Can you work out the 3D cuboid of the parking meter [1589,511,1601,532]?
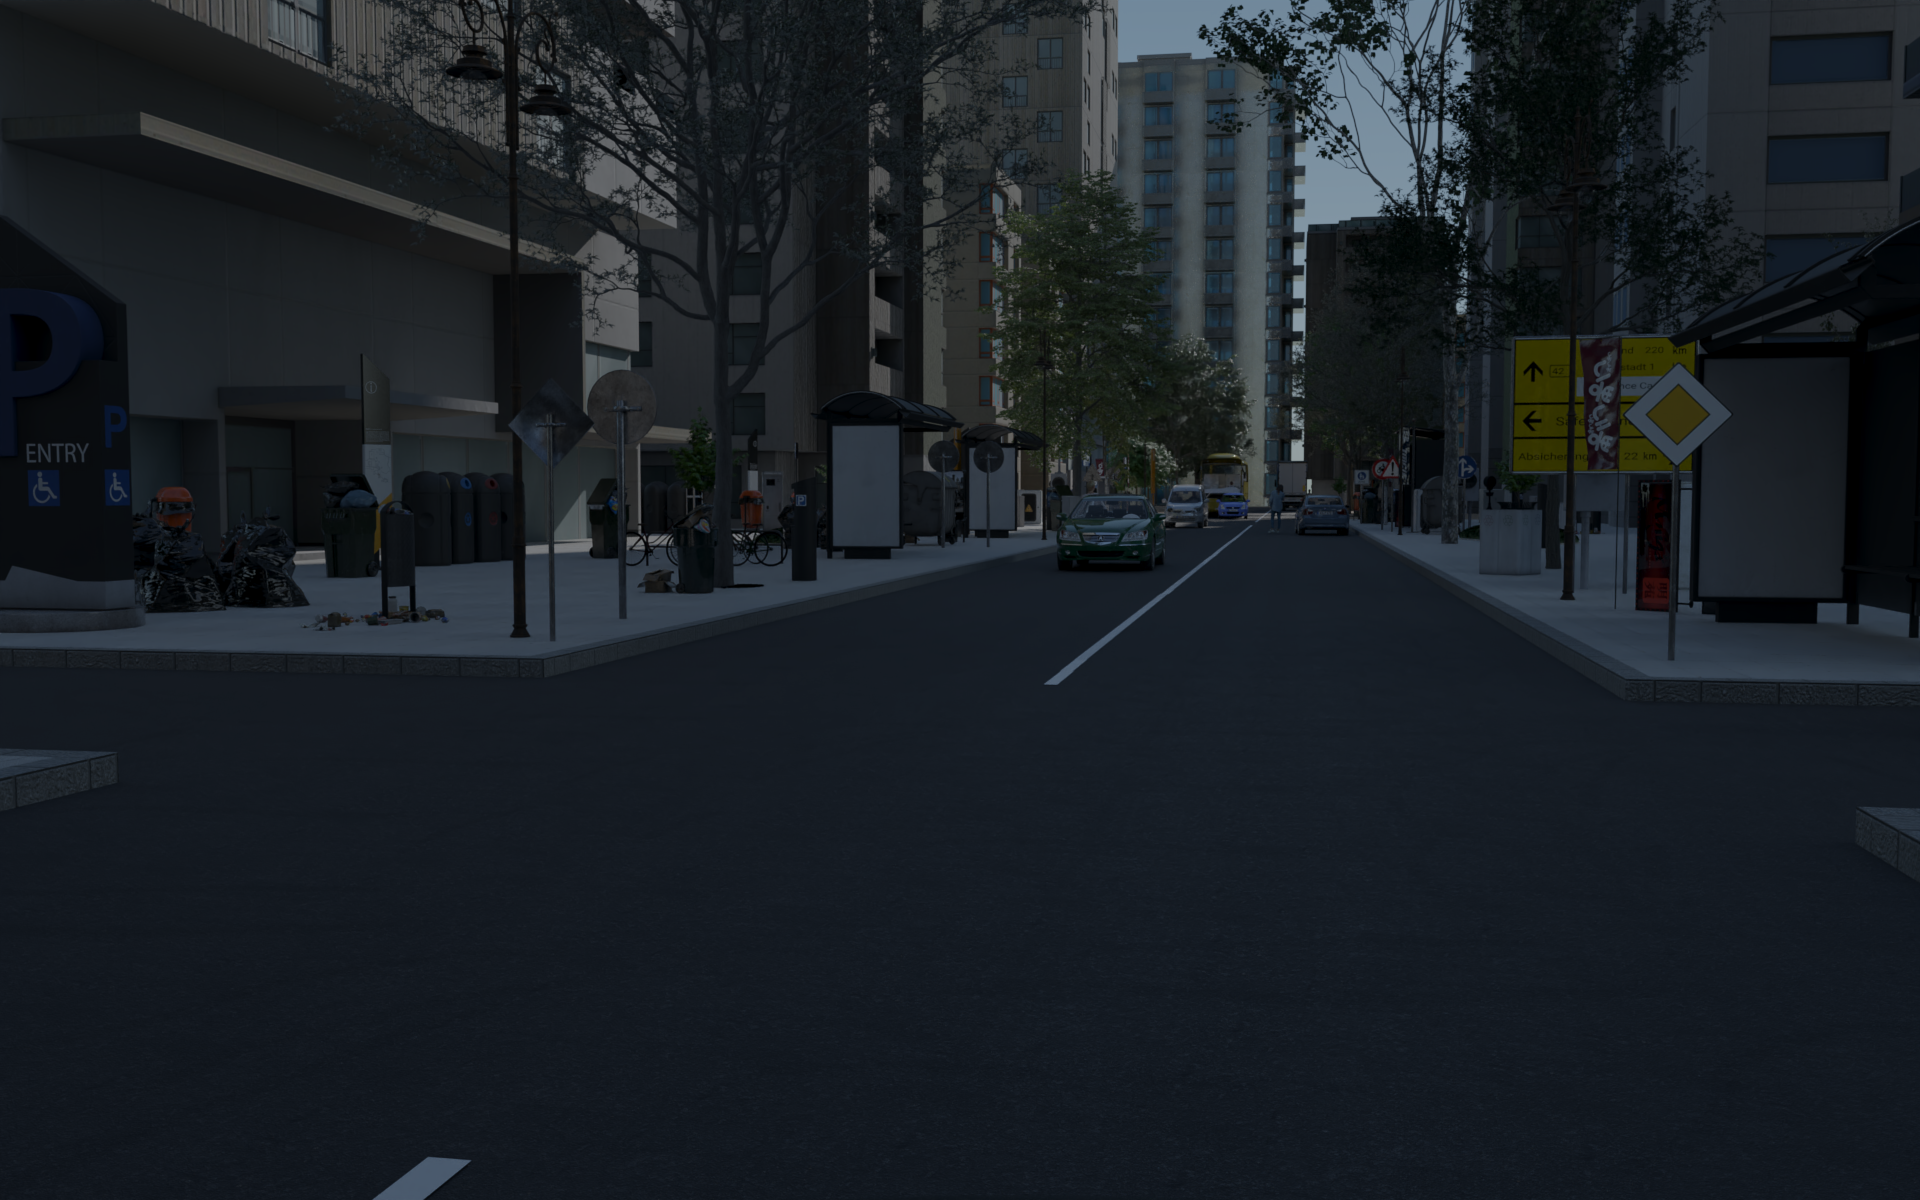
[{"bbox_3d":[21.053,-2.996,57.390,0.372,1.533,0.369,0,3,0],"label":"parking meter"}]

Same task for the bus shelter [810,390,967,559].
[{"bbox_3d":[-1.413,-2.605,36.513,2.014,3.302,5.546,1,4,11],"label":"bus shelter"}]

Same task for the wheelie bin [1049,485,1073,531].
[{"bbox_3d":[3.484,-3.172,59.775,0.980,1.594,0.693,-3,4,-36],"label":"wheelie bin"}]

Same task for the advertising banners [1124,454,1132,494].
[{"bbox_3d":[7.145,-4.765,74.094,0.090,3.025,2.074,1,4,10],"label":"advertising banners"}]

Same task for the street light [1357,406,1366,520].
[{"bbox_3d":[20.008,-6.963,86.633,0.468,5.910,1.993,1,4,11],"label":"street light"}]

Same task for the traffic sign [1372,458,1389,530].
[{"bbox_3d":[15.088,-3.775,61.827,0.768,2.556,0.104,1,4,12],"label":"traffic sign"}]

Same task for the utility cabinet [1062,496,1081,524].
[{"bbox_3d":[3.760,-2.881,58.263,0.306,1.237,1.020,2,4,27],"label":"utility cabinet"}]

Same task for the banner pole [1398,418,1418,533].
[{"bbox_3d":[14.813,-4.116,57.308,0.863,3.779,0.401,-2,4,-27],"label":"banner pole"}]

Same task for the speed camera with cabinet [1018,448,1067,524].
[{"bbox_3d":[3.495,-4.825,73.220,2.038,3.252,0.660,0,4,7],"label":"speed camera with cabinet"}]

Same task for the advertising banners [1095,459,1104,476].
[{"bbox_3d":[7.527,-5.435,85.046,2.074,3.025,0.090,3,4,36],"label":"advertising banners"}]

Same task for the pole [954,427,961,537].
[{"bbox_3d":[-0.073,-3.526,51.492,0.158,3.312,0.155,0,3,0],"label":"pole"}]

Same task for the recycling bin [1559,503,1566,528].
[{"bbox_3d":[17.478,-2.343,50.863,0.722,1.027,0.722,0,4,-7],"label":"recycling bin"}]

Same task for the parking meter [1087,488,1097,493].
[{"bbox_3d":[5.071,-3.550,66.445,0.372,1.533,0.369,0,3,0],"label":"parking meter"}]

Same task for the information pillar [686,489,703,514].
[{"bbox_3d":[-6.808,-2.442,44.422,0.304,2.012,0.304,3,5,39],"label":"information pillar"}]

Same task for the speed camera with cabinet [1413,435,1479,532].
[{"bbox_3d":[16.278,-3.893,57.991,2.038,3.252,0.660,0,4,4],"label":"speed camera with cabinet"}]

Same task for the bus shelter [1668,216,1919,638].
[{"bbox_3d":[7.626,-1.269,14.676,2.014,3.302,5.546,1,4,11],"label":"bus shelter"}]

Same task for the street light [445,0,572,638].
[{"bbox_3d":[-3.945,-2.603,15.355,0.468,5.910,1.993,1,4,11],"label":"street light"}]

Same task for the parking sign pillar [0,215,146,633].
[{"bbox_3d":[-8.643,-1.718,16.565,1.447,3.967,1.447,1,4,12],"label":"parking sign pillar"}]

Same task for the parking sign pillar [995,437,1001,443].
[{"bbox_3d":[1.050,-5.090,71.686,1.447,3.967,1.447,-2,4,-30],"label":"parking sign pillar"}]

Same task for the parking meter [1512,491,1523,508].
[{"bbox_3d":[19.133,-3.124,59.485,0.372,1.533,0.369,0,3,0],"label":"parking meter"}]

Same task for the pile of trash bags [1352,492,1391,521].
[{"bbox_3d":[19.949,-4.486,83.098,1.912,1.369,3.447,-2,4,-23],"label":"pile of trash bags"}]

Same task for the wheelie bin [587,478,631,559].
[{"bbox_3d":[-7.017,-1.634,34.631,0.693,1.594,0.980,-3,5,-45],"label":"wheelie bin"}]

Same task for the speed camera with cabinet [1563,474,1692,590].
[{"bbox_3d":[9.251,-1.774,23.337,2.038,3.252,0.660,0,4,5],"label":"speed camera with cabinet"}]

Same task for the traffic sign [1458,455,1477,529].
[{"bbox_3d":[16.664,-3.494,57.234,0.768,2.556,0.104,1,4,18],"label":"traffic sign"}]

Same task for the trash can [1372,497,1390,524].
[{"bbox_3d":[17.913,-3.796,73.710,0.748,1.137,0.748,0,3,0],"label":"trash can"}]

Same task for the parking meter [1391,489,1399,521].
[{"bbox_3d":[20.093,-4.374,79.919,0.372,1.533,0.369,0,3,0],"label":"parking meter"}]

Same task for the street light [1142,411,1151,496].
[{"bbox_3d":[8.659,-6.618,80.987,0.468,5.910,1.993,1,4,11],"label":"street light"}]

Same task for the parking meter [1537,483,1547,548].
[{"bbox_3d":[13.842,-1.991,40.966,0.372,1.533,0.369,0,3,0],"label":"parking meter"}]

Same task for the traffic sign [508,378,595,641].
[{"bbox_3d":[-3.547,-0.697,15.031,0.795,2.450,0.064,1,4,11],"label":"traffic sign"}]

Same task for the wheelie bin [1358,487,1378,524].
[{"bbox_3d":[17.711,-4.113,75.152,0.693,1.594,0.980,-2,4,-24],"label":"wheelie bin"}]

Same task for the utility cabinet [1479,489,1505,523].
[{"bbox_3d":[23.314,-4.113,75.924,1.173,1.500,0.318,-2,4,-25],"label":"utility cabinet"}]

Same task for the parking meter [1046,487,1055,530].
[{"bbox_3d":[3.243,-3.236,61.325,0.372,1.533,0.369,0,3,0],"label":"parking meter"}]

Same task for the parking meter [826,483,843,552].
[{"bbox_3d":[-2.794,-1.846,38.595,0.372,1.533,0.369,0,3,0],"label":"parking meter"}]

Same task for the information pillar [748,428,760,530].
[{"bbox_3d":[-7.353,-4.293,61.551,0.183,3.616,0.504,2,4,31],"label":"information pillar"}]

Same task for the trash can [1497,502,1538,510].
[{"bbox_3d":[10.424,-1.270,32.412,0.748,1.137,0.748,0,3,0],"label":"trash can"}]

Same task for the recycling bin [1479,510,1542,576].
[{"bbox_3d":[8.797,-0.925,27.676,0.722,1.027,0.722,-3,5,-42],"label":"recycling bin"}]

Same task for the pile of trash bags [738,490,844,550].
[{"bbox_3d":[-3.799,-1.924,41.213,3.447,1.369,1.912,2,4,27],"label":"pile of trash bags"}]

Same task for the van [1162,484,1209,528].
[{"bbox_3d":[9.753,-4.130,74.535,2.013,2.044,4.112,1,4,12],"label":"van"}]

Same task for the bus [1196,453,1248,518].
[{"bbox_3d":[16.614,-7.154,108.518,2.896,3.916,12.252,1,4,11],"label":"bus"}]

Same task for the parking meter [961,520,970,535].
[{"bbox_3d":[0.133,-2.845,54.924,0.372,1.533,0.369,0,3,0],"label":"parking meter"}]

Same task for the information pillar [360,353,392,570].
[{"bbox_3d":[-9.790,-2.305,29.040,0.183,3.616,0.504,3,5,45],"label":"information pillar"}]

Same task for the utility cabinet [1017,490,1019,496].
[{"bbox_3d":[2.742,-4.842,87.840,1.173,1.500,0.318,3,4,37],"label":"utility cabinet"}]

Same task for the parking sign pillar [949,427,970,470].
[{"bbox_3d":[-0.210,-4.981,69.908,1.447,3.967,1.447,1,4,13],"label":"parking sign pillar"}]

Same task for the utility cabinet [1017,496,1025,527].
[{"bbox_3d":[2.078,-3.456,67.665,0.306,1.237,1.020,-3,5,-41],"label":"utility cabinet"}]

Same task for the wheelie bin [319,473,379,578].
[{"bbox_3d":[-9.386,-1.146,26.648,0.980,1.594,0.693,1,4,19],"label":"wheelie bin"}]

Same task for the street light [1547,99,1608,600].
[{"bbox_3d":[7.365,-2.938,20.816,0.468,5.910,1.993,1,4,11],"label":"street light"}]

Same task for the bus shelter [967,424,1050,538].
[{"bbox_3d":[1.357,-3.599,52.774,2.014,3.302,5.546,1,4,11],"label":"bus shelter"}]

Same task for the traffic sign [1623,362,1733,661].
[{"bbox_3d":[5.481,-0.590,13.290,0.795,2.450,0.064,1,4,11],"label":"traffic sign"}]

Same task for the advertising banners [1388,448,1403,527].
[{"bbox_3d":[17.022,-4.343,67.197,0.090,3.025,2.074,3,4,38],"label":"advertising banners"}]

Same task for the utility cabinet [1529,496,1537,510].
[{"bbox_3d":[19.724,-2.902,58.609,1.020,1.237,0.306,-2,4,-29],"label":"utility cabinet"}]

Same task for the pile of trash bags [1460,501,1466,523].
[{"bbox_3d":[21.768,-4.155,77.692,1.912,1.369,3.447,0,4,-3],"label":"pile of trash bags"}]

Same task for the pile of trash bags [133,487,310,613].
[{"bbox_3d":[-8.999,-0.650,20.387,1.912,1.369,3.447,-2,4,-35],"label":"pile of trash bags"}]

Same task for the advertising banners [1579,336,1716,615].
[{"bbox_3d":[7.626,-1.384,18.809,0.090,3.025,2.074,-3,4,-38],"label":"advertising banners"}]

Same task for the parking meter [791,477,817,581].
[{"bbox_3d":[-2.309,-1.053,25.632,0.372,1.533,0.369,0,3,0],"label":"parking meter"}]

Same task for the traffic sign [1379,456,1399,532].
[{"bbox_3d":[14.561,-3.566,58.316,0.884,2.594,0.081,1,4,20],"label":"traffic sign"}]

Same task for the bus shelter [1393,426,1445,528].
[{"bbox_3d":[16.655,-4.350,62.404,1.731,3.624,6.357,1,4,11],"label":"bus shelter"}]

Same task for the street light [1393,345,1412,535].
[{"bbox_3d":[13.719,-4.956,53.815,0.468,5.910,1.993,1,4,11],"label":"street light"}]

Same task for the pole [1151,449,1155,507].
[{"bbox_3d":[8.787,-5.202,78.892,0.158,3.312,0.155,0,3,0],"label":"pole"}]

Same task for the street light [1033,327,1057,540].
[{"bbox_3d":[2.351,-4.611,48.172,0.468,5.910,1.993,1,4,11],"label":"street light"}]
